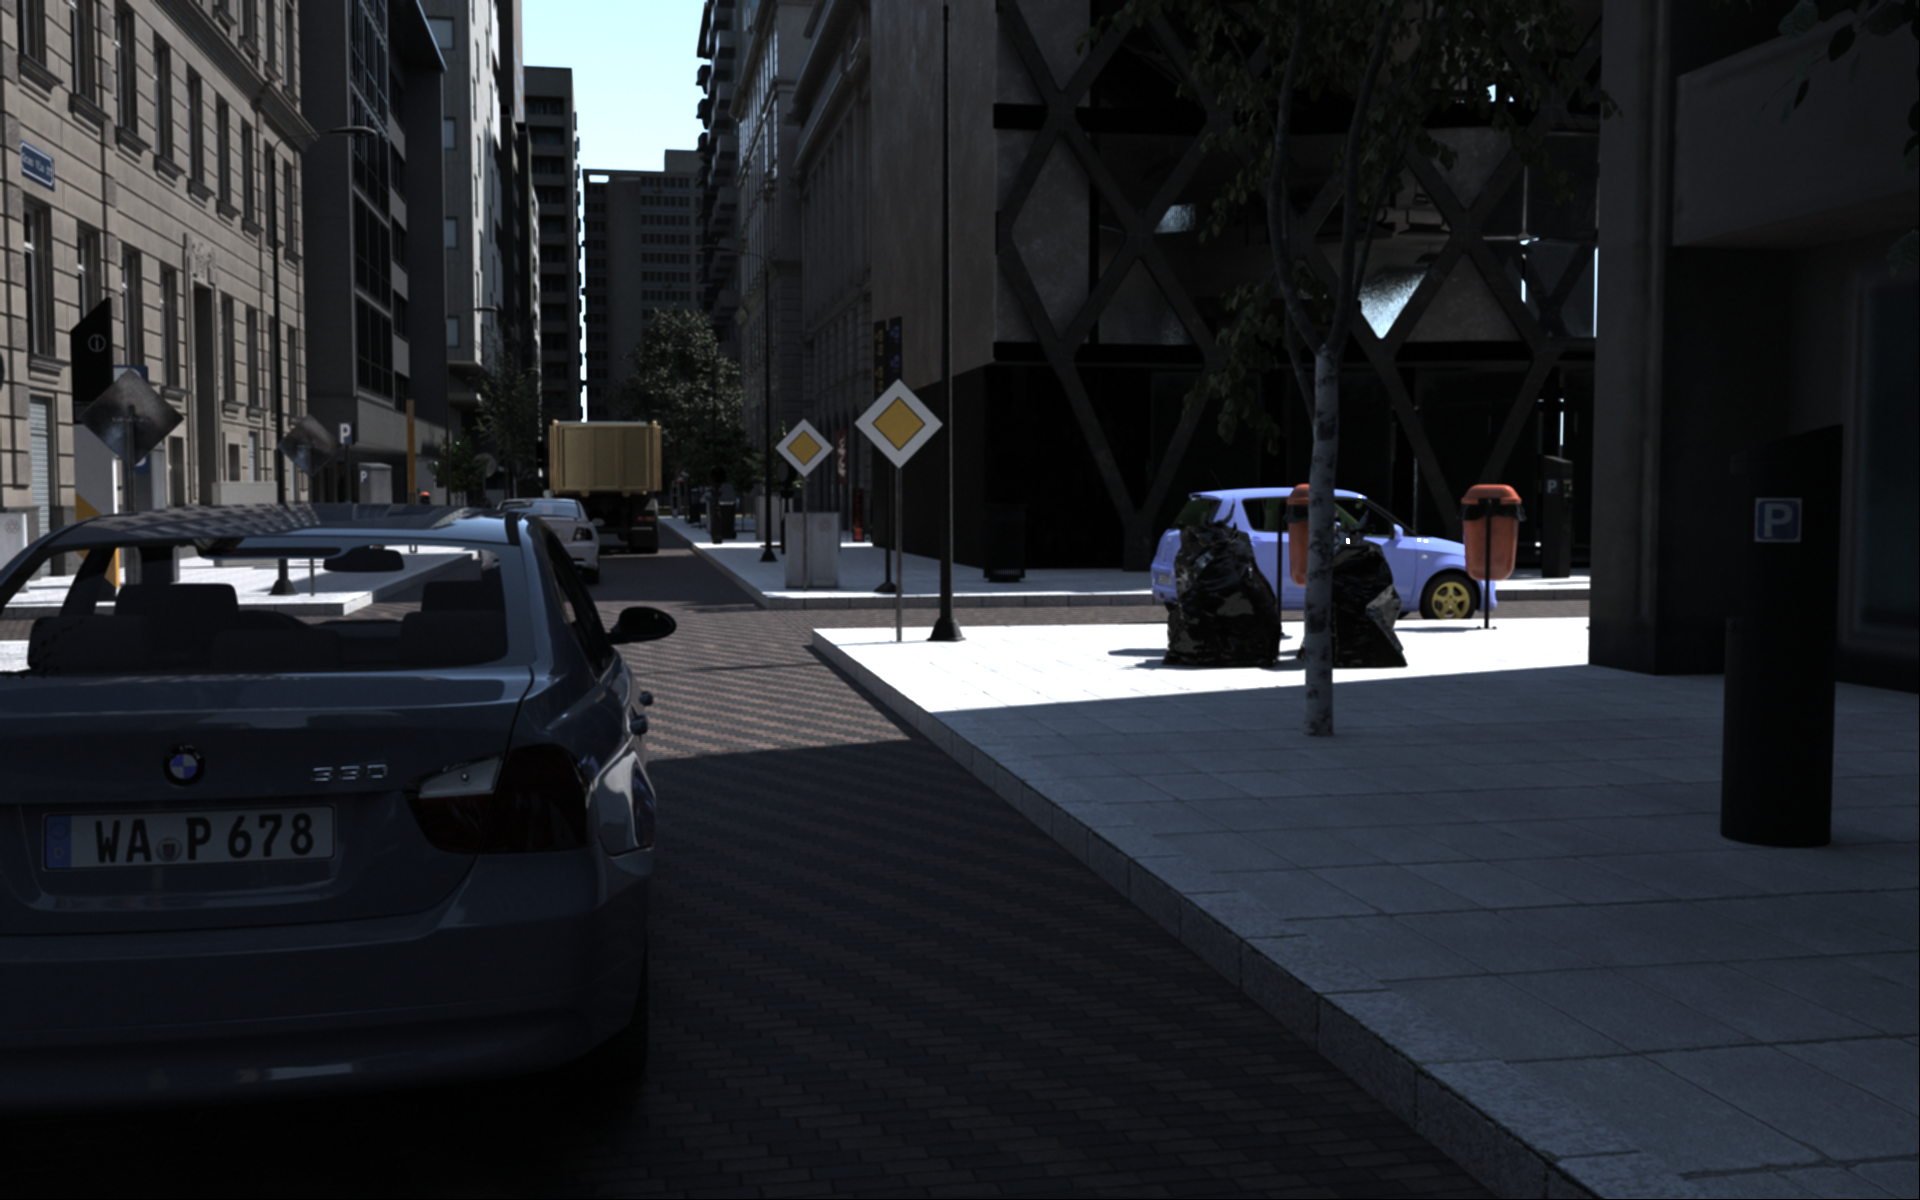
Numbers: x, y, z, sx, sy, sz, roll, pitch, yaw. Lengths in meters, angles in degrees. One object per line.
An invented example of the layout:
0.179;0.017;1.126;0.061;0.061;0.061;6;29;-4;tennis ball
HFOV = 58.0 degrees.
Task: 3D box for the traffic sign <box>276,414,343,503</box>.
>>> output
-8.138;-1.105;21.709;0.795;2.450;0.064;-1;4;-11;traffic sign

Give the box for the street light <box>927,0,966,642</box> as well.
-0.651;-2.592;14.922;1.470;5.913;1.316;-1;4;-11;street light

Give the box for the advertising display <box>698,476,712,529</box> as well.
-9.037;-3.525;62.841;0.974;1.923;0.123;1;4;15;advertising display

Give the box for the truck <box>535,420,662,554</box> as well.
-9.316;-3.004;45.044;3.469;3.379;9.791;-1;4;-13;truck

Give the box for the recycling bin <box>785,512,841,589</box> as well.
-2.013;-0.686;23.766;0.722;1.027;0.722;0;4;-1;recycling bin

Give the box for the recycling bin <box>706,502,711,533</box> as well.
-7.893;-2.723;57.070;0.722;1.027;0.722;1;4;14;recycling bin

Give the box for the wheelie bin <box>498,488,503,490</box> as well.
-23.684;-4.971;89.180;0.693;1.594;0.980;0;4;3;wheelie bin

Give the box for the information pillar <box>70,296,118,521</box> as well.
-10.285;-1.790;20.617;0.504;3.616;0.183;0;4;2;information pillar

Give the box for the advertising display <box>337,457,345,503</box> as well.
-10.961;-1.559;30.708;0.123;1.923;0.974;-1;4;-19;advertising display

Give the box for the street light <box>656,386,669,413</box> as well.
-12.203;-6.250;74.723;1.470;5.913;1.316;-1;4;-11;street light

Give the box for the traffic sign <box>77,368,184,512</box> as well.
-6.619;-0.625;13.869;0.795;2.450;0.064;-1;4;-11;traffic sign

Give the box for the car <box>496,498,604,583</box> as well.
-7.001;-1.016;28.981;2.083;1.381;4.827;-1;4;-13;car

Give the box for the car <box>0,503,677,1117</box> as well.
-1.872;0.407;5.345;2.014;1.417;4.499;-1;4;-11;car

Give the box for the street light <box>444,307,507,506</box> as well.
-12.165;-4.308;42.984;1.470;5.913;1.316;-1;4;-11;street light

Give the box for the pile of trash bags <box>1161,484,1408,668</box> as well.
2.752;-0.279;14.312;1.912;1.369;3.447;1;4;16;pile of trash bags

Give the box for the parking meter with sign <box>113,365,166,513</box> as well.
-11.423;-1.715;24.306;0.543;3.016;1.738;-1;4;-10;parking meter with sign

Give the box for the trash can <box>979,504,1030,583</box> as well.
0.646;-0.832;25.256;0.748;1.137;0.748;0;3;0;trash can

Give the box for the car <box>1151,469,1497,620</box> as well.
3.969;-0.569;18.892;3.694;1.707;1.945;-1;4;-10;car

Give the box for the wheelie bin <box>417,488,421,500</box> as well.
-29.199;-5.184;92.672;0.980;1.594;0.693;1;4;14;wheelie bin

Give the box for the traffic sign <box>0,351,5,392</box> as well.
-7.216;-0.750;12.368;0.768;2.556;0.104;0;4;-6;traffic sign

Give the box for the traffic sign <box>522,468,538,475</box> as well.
-20.828;-5.127;83.935;0.768;2.556;0.104;0;4;-6;traffic sign

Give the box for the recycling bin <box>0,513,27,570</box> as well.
-12.598;-0.609;22.519;0.722;1.027;0.722;-3;5;-40;recycling bin

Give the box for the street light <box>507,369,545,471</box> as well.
-16.287;-5.603;64.143;1.470;5.913;1.316;-1;4;-11;street light

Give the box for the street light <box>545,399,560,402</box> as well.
-20.231;-6.874;84.928;1.470;5.913;1.316;-1;4;-11;street light

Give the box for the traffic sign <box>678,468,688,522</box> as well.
-12.721;-4.921;80.570;0.768;2.556;0.104;0;4;-7;traffic sign

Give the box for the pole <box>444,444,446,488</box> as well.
-19.187;-4.338;64.778;0.158;3.312;0.155;0;3;0;pole

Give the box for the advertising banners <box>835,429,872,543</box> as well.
-2.687;-3.053;46.102;0.090;3.025;2.074;-3;5;-40;advertising banners

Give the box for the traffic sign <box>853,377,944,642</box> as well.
-0.534;-0.696;15.022;0.795;2.450;0.064;-1;4;-11;traffic sign

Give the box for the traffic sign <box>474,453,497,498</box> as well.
-14.745;-3.277;53.691;0.768;2.556;0.104;0;4;-2;traffic sign

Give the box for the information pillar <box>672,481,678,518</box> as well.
-15.540;-5.502;94.451;0.304;2.012;0.304;-1;4;-10;information pillar

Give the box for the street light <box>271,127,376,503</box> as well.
-8.077;-3.023;21.963;1.470;5.913;1.316;-1;4;-11;street light

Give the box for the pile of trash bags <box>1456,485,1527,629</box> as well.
6.413;-0.393;16.176;3.447;1.369;1.912;1;4;21;pile of trash bags

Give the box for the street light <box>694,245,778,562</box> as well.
-4.168;-3.674;32.616;1.470;5.913;1.316;-1;4;-11;street light

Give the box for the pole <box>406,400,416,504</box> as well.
-11.869;-2.669;37.486;0.158;3.312;0.155;0;3;0;pole

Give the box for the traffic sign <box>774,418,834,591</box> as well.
-2.052;-1.176;22.862;0.795;2.450;0.064;-1;4;-11;traffic sign

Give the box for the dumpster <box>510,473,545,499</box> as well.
-19.829;-4.702;79.375;1.502;2.255;1.985;-1;4;-11;dumpster

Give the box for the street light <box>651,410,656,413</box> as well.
-16.441;-7.576;96.407;1.470;5.913;1.316;-1;4;-11;street light

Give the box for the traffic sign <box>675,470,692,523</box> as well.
-12.179;-4.693;76.727;0.884;2.594;0.081;0;4;-1;traffic sign

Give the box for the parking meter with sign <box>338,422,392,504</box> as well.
-14.409;-2.844;42.765;0.543;3.016;1.738;2;4;34;parking meter with sign

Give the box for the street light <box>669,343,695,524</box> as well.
-8.154;-4.959;53.621;1.470;5.913;1.316;-1;4;-11;street light

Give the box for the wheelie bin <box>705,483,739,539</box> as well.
-6.777;-2.525;49.186;0.980;1.594;0.693;-2;4;-28;wheelie bin
